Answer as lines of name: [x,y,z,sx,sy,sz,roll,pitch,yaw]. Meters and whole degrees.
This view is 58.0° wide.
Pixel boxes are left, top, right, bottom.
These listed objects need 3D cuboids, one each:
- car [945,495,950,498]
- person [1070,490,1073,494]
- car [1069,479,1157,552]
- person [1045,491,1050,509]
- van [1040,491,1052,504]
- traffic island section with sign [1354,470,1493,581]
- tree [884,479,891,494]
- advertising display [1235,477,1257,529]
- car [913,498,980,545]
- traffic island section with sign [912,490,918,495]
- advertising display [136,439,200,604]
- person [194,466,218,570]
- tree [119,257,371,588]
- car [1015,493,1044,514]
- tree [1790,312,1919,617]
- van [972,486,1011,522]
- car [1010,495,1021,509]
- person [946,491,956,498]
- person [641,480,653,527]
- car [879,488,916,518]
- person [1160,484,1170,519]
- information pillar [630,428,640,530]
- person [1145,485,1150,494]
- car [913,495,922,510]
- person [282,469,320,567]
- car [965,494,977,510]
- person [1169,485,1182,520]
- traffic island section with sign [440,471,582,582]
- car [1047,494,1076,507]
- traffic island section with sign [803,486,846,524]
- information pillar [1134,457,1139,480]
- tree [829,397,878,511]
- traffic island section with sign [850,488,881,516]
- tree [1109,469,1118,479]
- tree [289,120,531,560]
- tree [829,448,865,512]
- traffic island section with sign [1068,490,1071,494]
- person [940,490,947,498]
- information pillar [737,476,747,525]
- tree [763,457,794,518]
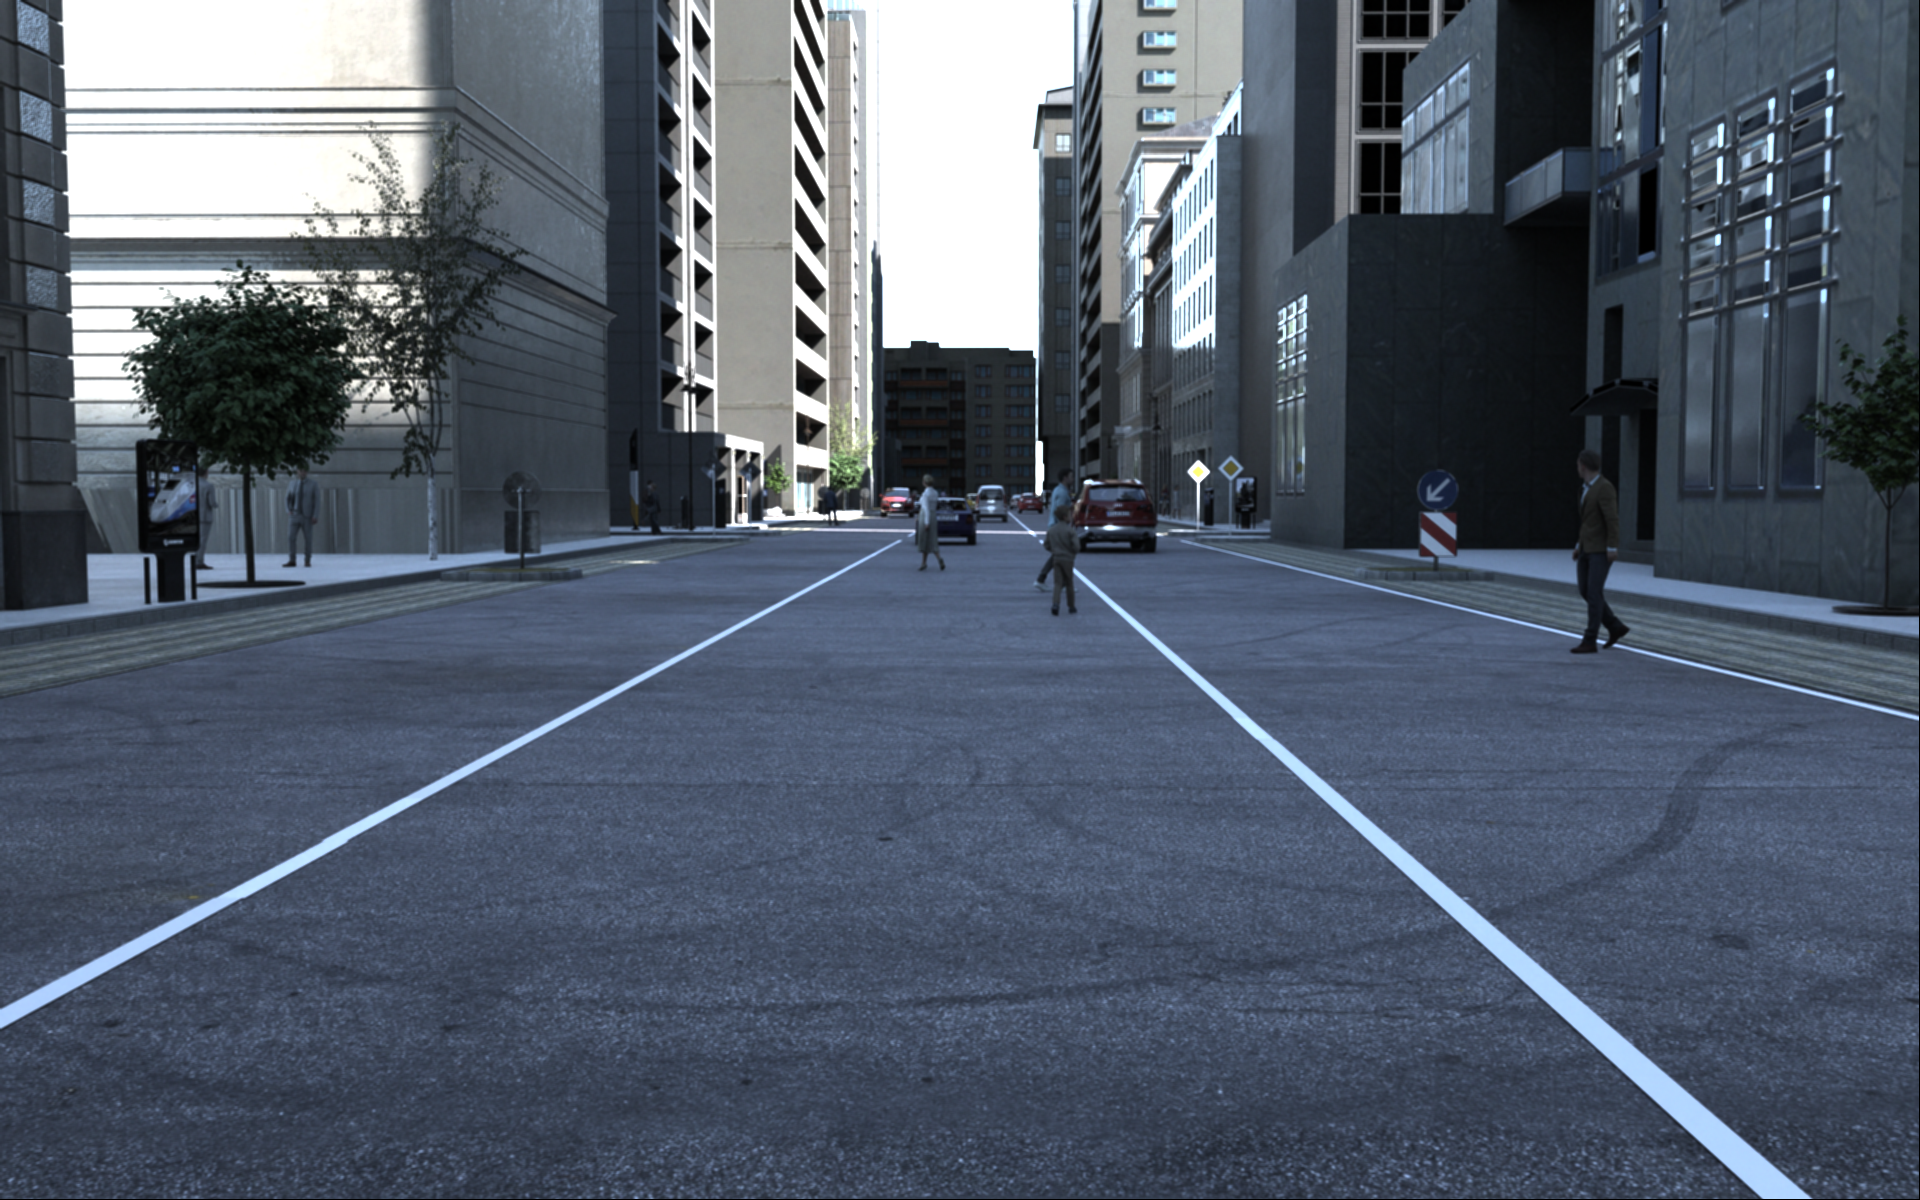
car: [-1.419,-10.006,176.184,1.945,1.354,3.894,0,4,1]
person: [12.024,-11.203,189.738,0.750,1.759,0.617,0,4,8]
car: [3.809,-2.168,44.121,2.281,1.827,5.304,0,4,0]
person: [8.557,-9.796,169.378,0.721,1.735,1.217,-1,4,-17]
van: [10.446,-12.448,210.530,2.013,2.044,4.112,0,4,0]
traffic island section with sign: [7.769,-1.263,29.278,1.989,1.847,2.006,0,4,1]
tree: [-8.370,-11.678,185.531,1.663,3.219,1.824,0,3,0]
advertising display: [10.548,-3.590,63.915,0.123,1.923,0.974,-3,4,-37]
car: [-0.390,-2.297,50.131,1.945,1.354,3.894,0,4,0]
traffic island section with sign: [-4.888,-11.053,189.350,1.989,1.847,2.006,0,4,1]
advertising display: [-9.389,-0.939,20.569,0.123,1.923,0.974,1,4,12]
person: [-12.884,-1.427,29.582,0.606,1.804,0.583,1,4,13]
tree: [-9.928,-2.481,24.286,4.285,4.588,4.351,0,3,0]
car: [5.202,-7.310,128.552,2.155,1.783,4.494,0,4,0]
tree: [10.040,-1.457,18.431,1.663,3.219,1.824,0,3,0]
van: [1.615,-5.037,89.362,2.013,2.044,4.112,0,4,1]
car: [5.697,-9.352,165.271,2.083,1.381,4.827,0,4,2]
person: [-0.820,-9.172,159.147,1.217,1.739,0.721,-1,4,-20]
person: [-12.075,-3.743,67.198,0.822,1.834,0.622,-2,4,-35]
car: [-3.863,-6.043,107.474,2.281,1.827,5.304,0,4,-1]
person: [10.697,-5.160,90.384,0.573,1.828,0.580,-1,4,-13]
information pillar: [-11.550,-4.284,61.404,0.183,3.616,0.504,-2,4,-35]
person: [10.765,-5.647,98.643,0.573,1.790,0.520,2,4,27]
car: [-3.634,-7.730,138.962,1.945,1.354,3.894,0,4,-1]
person: [-11.633,-1.496,30.610,0.635,1.810,0.391,-1,4,-9]
car: [1.136,-7.980,140.701,2.015,1.641,3.980,0,4,1]
person: [10.536,-4.742,84.328,0.760,1.731,0.466,-3,4,-37]
traffic island section with sign: [-7.455,-1.252,29.098,1.989,1.847,2.006,0,4,1]
car: [4.662,-3.793,72.241,2.015,1.641,3.980,0,4,2]
traffic island section with sign: [-6.584,-4.647,84.600,1.989,1.847,2.006,0,4,1]
information pillar: [11.026,-7.157,108.370,0.183,3.616,0.504,-2,4,-24]
tree: [-8.567,-11.075,131.432,4.737,8.622,4.395,0,3,0]
traffic island section with sign: [-6.114,-6.362,112.650,1.989,1.847,2.006,0,4,1]
tree: [12.284,-8.657,136.138,1.663,3.219,1.824,0,3,0]
tree: [-10.464,-5.074,33.329,4.360,8.622,3.978,0,3,0]
tree: [-8.292,-8.507,122.795,4.285,4.588,4.351,0,3,0]
traffic island section with sign: [9.894,-9.350,161.493,1.989,1.847,2.006,0,4,1]
person: [-1.508,-9.446,162.806,0.709,1.838,0.599,1,4,21]
information pillar: [-9.090,-4.144,72.249,0.304,2.012,0.304,2,4,25]
tree: [-9.556,-5.934,91.628,1.663,3.219,1.824,0,3,0]
